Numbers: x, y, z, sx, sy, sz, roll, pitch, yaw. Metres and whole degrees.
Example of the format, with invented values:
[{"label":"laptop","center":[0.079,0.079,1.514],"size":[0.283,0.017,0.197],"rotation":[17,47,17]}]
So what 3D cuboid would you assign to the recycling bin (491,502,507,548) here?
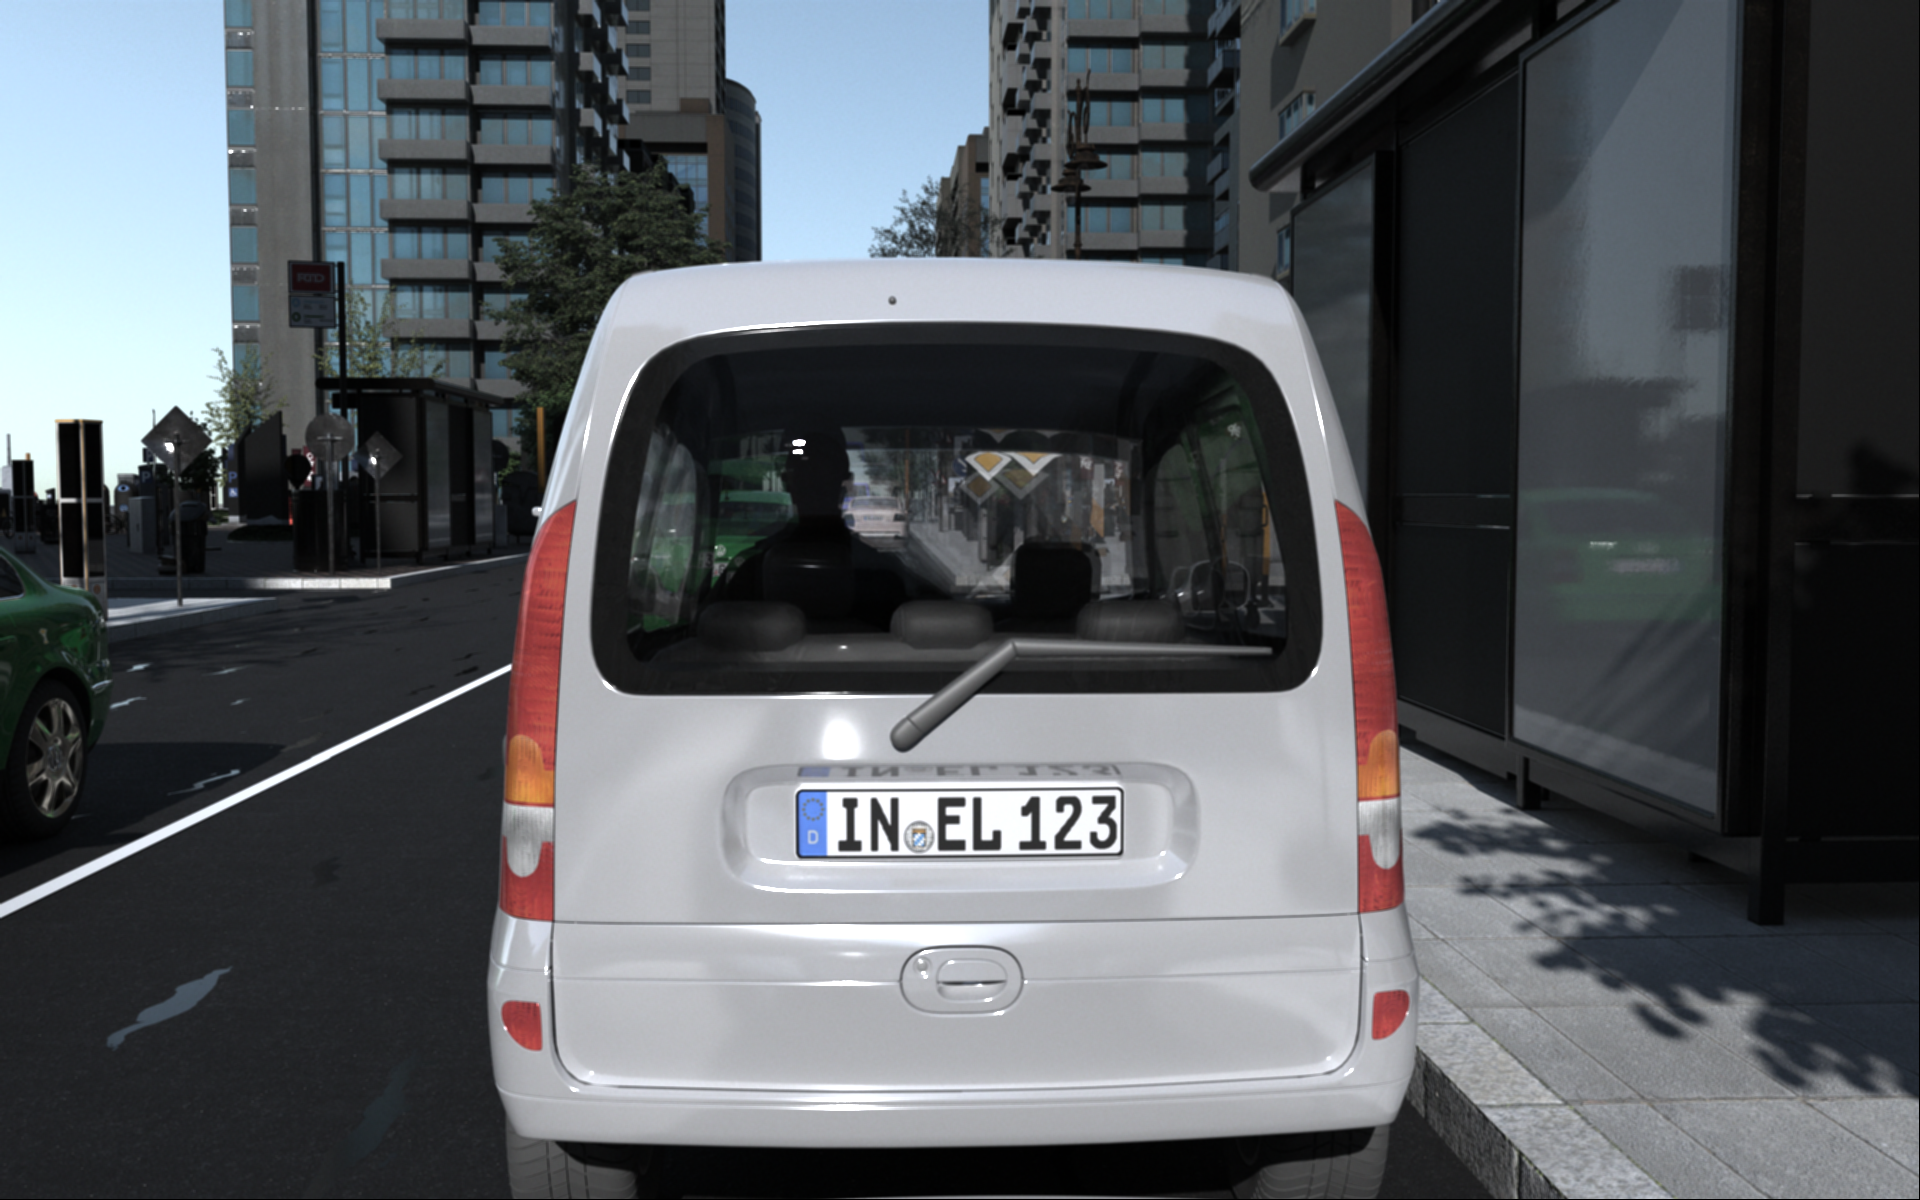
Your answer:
[{"label":"recycling bin","center":[-11.298,-1.758,41.291],"size":[0.722,1.027,0.722],"rotation":[2,4,28]}]

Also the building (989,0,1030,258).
[{"label":"building","center":[16.866,-34.784,157.953],"size":[28.713,52.752,27.495],"rotation":[0,4,-3]}]

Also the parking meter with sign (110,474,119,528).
[{"label":"parking meter with sign","center":[-31.523,-4.248,65.713],"size":[1.738,3.016,0.543],"rotation":[1,4,8]}]

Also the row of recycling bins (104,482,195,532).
[{"label":"row of recycling bins","center":[-27.612,-3.131,58.297],"size":[3.534,1.692,1.069],"rotation":[-1,4,-9]}]

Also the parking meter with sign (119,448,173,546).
[{"label":"parking meter with sign","center":[-20.190,-2.878,43.314],"size":[0.543,3.016,1.738],"rotation":[0,4,6]}]

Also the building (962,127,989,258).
[{"label":"building","center":[7.486,-34.365,211.973],"size":[14.600,45.320,14.200],"rotation":[0,4,-3]}]

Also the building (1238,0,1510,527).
[{"label":"building","center":[18.919,-25.849,46.326],"size":[21.600,48.544,21.300],"rotation":[0,4,-3]}]

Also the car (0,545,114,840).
[{"label":"car","center":[-4.589,0.182,5.816],"size":[1.959,1.807,4.718],"rotation":[0,4,-3]}]

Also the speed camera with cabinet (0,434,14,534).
[{"label":"speed camera with cabinet","center":[-31.099,-3.792,56.336],"size":[0.660,3.252,2.038],"rotation":[0,4,0]}]

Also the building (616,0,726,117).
[{"label":"building","center":[-37.663,-47.641,217.179],"size":[20.563,71.187,20.611],"rotation":[0,4,-3]}]

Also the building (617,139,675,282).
[{"label":"building","center":[-31.362,-22.564,140.621],"size":[14.160,30.474,14.107],"rotation":[0,4,-3]}]

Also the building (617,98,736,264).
[{"label":"building","center":[-33.362,-33.628,199.921],"size":[14.600,45.320,14.200],"rotation":[0,4,-3]}]

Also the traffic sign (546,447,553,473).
[{"label":"traffic sign","center":[-10.862,-2.847,46.656],"size":[0.768,2.556,0.104],"rotation":[0,4,2]}]

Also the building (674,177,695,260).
[{"label":"building","center":[-31.336,-23.433,154.831],"size":[14.160,30.474,14.107],"rotation":[0,4,-3]}]

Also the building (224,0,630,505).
[{"label":"building","center":[-34.571,-30.400,116.655],"size":[23.786,49.044,30.456],"rotation":[0,4,-3]}]

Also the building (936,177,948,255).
[{"label":"building","center":[7.583,-38.413,251.761],"size":[21.300,48.544,21.600],"rotation":[0,4,-3]}]

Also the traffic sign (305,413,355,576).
[{"label":"traffic sign","center":[-9.881,-1.656,27.176],"size":[0.768,2.556,0.104],"rotation":[0,4,-2]}]

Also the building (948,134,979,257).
[{"label":"building","center":[9.881,-37.080,229.961],"size":[21.300,48.544,21.600],"rotation":[0,4,-3]}]

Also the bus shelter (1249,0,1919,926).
[{"label":"bus shelter","center":[2.958,-1.936,9.286],"size":[2.179,5.291,8.768],"rotation":[0,4,-3]}]

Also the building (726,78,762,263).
[{"label":"building","center":[-39.091,-42.815,242.027],"size":[21.231,58.520,28.212],"rotation":[0,4,-3]}]

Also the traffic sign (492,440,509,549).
[{"label":"traffic sign","center":[-10.925,-2.473,40.532],"size":[0.768,2.556,0.104],"rotation":[0,4,0]}]

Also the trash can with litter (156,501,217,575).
[{"label":"trash can with litter","center":[-12.501,-1.013,27.948],"size":[0.624,1.170,1.055],"rotation":[0,4,1]}]

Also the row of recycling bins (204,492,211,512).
[{"label":"row of recycling bins","center":[-32.652,-3.980,72.184],"size":[3.534,1.692,1.069],"rotation":[2,4,26]}]

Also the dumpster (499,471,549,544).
[{"label":"dumpster","center":[-11.047,-2.364,44.415],"size":[1.264,1.857,1.865],"rotation":[0,4,-3]}]

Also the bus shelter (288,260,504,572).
[{"label":"bus shelter","center":[-10.595,-3.363,32.612],"size":[2.179,5.291,8.768],"rotation":[0,4,-3]}]

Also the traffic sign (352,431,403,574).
[{"label":"traffic sign","center":[-9.323,-1.474,27.747],"size":[0.795,2.450,0.064],"rotation":[0,4,-3]}]

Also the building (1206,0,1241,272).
[{"label":"building","center":[20.794,-47.229,84.866],"size":[22.319,86.520,31.000],"rotation":[0,4,-3]}]

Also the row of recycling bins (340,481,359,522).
[{"label":"row of recycling bins","center":[-19.438,-2.899,54.508],"size":[1.069,1.692,3.534],"rotation":[-1,4,-12]}]

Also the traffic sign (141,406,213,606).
[{"label":"traffic sign","center":[-8.929,-0.987,19.772],"size":[0.795,2.450,0.064],"rotation":[0,4,-3]}]

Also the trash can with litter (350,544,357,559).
[{"label":"trash can with litter","center":[-12.315,-1.380,33.946],"size":[0.624,1.170,1.055],"rotation":[0,4,8]}]

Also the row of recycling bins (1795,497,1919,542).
[{"label":"row of recycling bins","center":[6.842,-0.422,14.013],"size":[1.069,1.692,3.534],"rotation":[0,4,3]}]

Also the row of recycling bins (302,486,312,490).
[{"label":"row of recycling bins","center":[-27.072,-4.040,73.172],"size":[1.069,1.692,3.534],"rotation":[0,4,-8]}]

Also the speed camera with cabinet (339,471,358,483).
[{"label":"speed camera with cabinet","center":[-24.684,-4.532,68.429],"size":[0.660,3.252,2.038],"rotation":[2,4,32]}]

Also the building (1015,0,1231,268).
[{"label":"building","center":[15.840,-31.143,128.792],"size":[23.786,49.044,30.456],"rotation":[0,4,-3]}]
